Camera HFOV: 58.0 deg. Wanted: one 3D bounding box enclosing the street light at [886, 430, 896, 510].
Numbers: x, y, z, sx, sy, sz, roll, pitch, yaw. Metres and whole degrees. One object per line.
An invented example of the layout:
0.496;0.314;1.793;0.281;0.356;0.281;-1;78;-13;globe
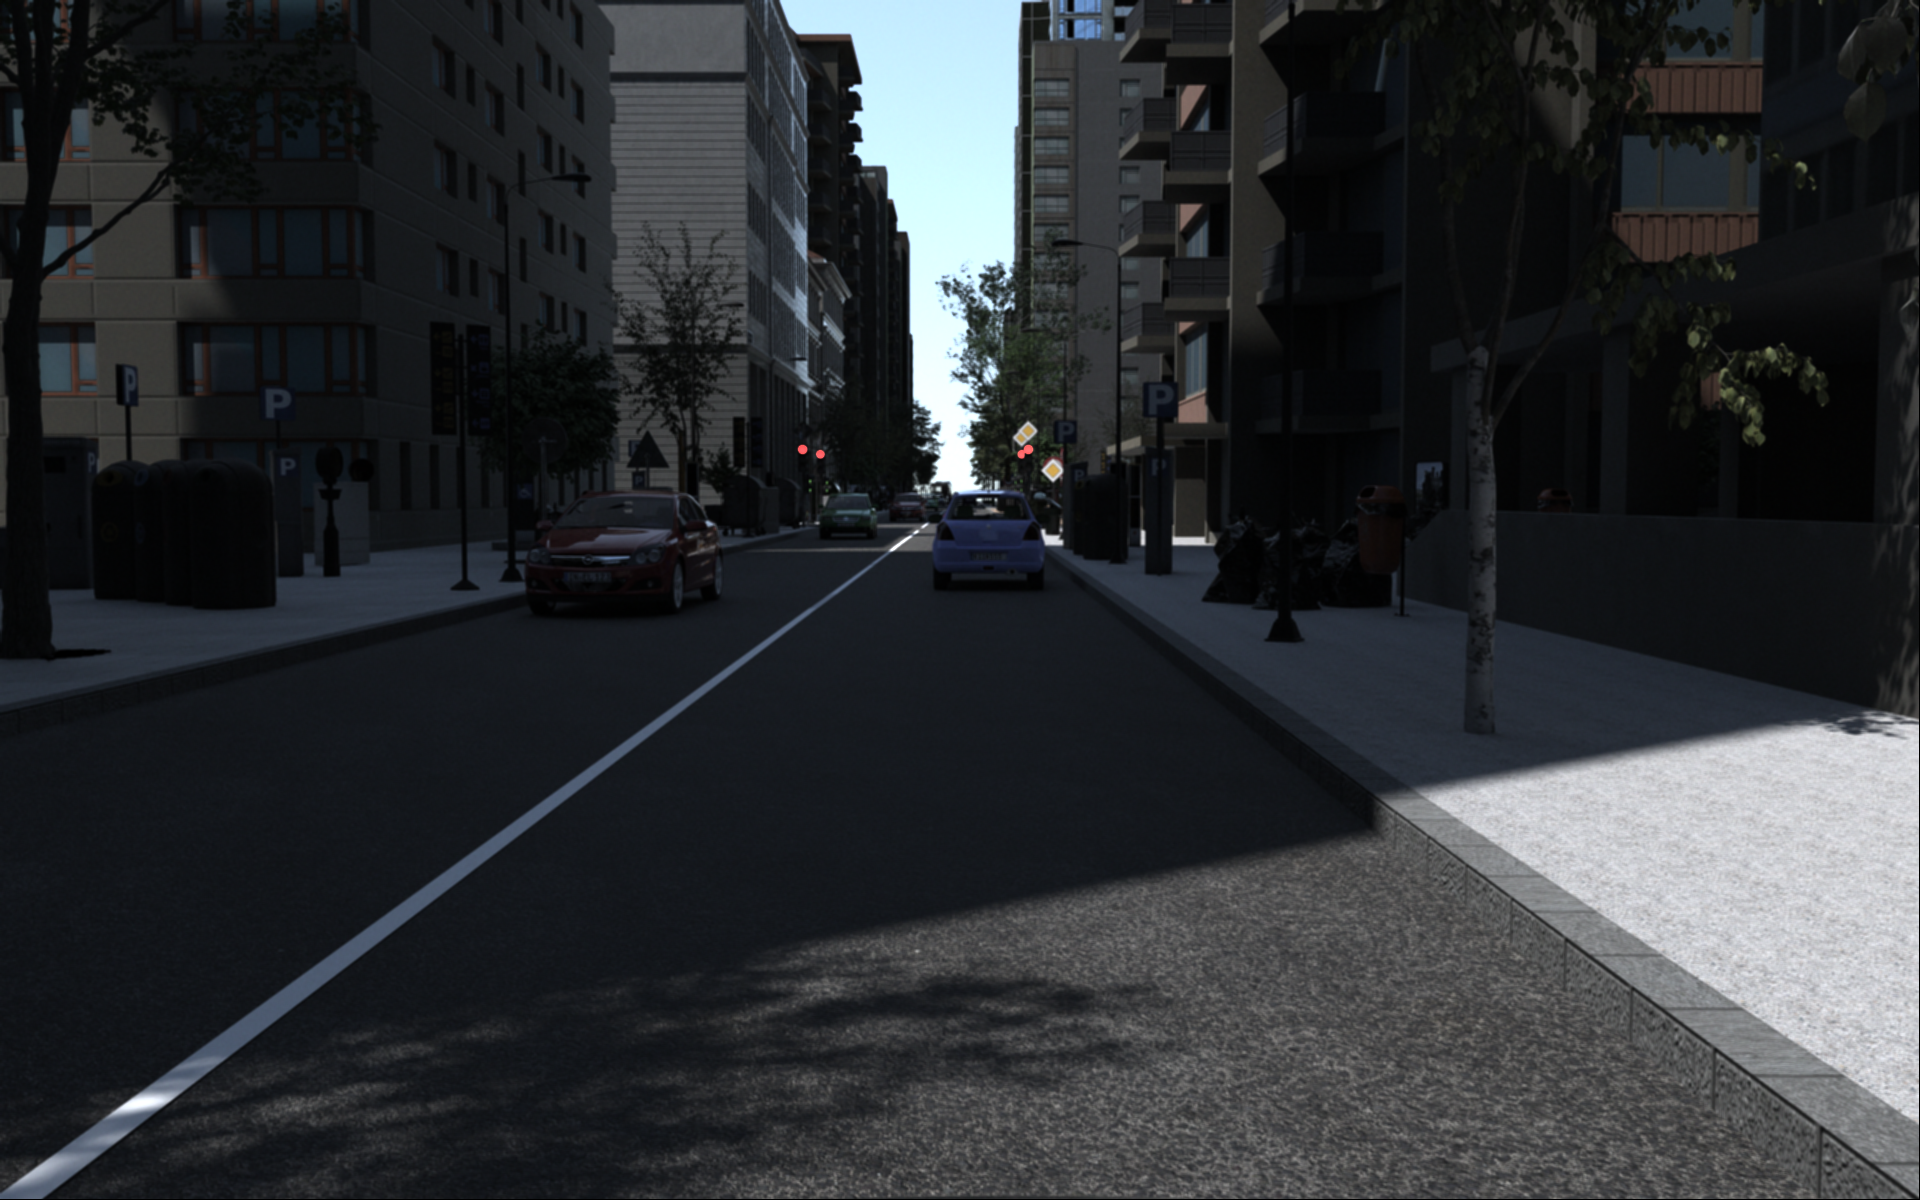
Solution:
-5.557;-9.350;125.414;1.470;5.913;1.316;0;4;0;street light

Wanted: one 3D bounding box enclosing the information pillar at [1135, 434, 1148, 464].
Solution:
7.042;-4.637;67.173;0.504;3.616;0.183;0;4;-7;information pillar

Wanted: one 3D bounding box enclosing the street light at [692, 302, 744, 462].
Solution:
-5.913;-4.247;41.984;1.470;5.913;1.316;0;4;0;street light

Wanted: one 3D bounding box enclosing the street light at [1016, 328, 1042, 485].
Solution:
2.396;-4.649;48.545;1.470;5.913;1.316;0;4;0;street light

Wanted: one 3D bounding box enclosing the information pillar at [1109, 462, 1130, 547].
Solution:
3.641;-2.166;39.907;0.304;2.012;0.304;-2;4;-33;information pillar

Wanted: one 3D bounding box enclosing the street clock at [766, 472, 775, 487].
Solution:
-6.183;-3.174;56.470;0.358;2.002;0.471;0;4;3;street clock

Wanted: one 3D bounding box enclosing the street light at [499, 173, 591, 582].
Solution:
-6.028;-3.221;25.201;1.470;5.913;1.316;0;4;0;street light

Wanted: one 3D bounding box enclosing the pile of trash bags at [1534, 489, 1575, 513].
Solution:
8.657;-1.182;29.071;3.447;1.369;1.912;-1;4;-10;pile of trash bags

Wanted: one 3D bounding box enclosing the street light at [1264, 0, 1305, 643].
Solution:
2.294;-2.595;14.966;1.470;5.913;1.316;0;4;0;street light

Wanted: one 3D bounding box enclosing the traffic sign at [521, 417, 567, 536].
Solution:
-6.915;-1.756;28.815;0.768;2.556;0.104;0;4;2;traffic sign

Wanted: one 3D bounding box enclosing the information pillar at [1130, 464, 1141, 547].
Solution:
4.244;-2.310;42.254;0.304;2.012;0.304;0;4;-4;information pillar

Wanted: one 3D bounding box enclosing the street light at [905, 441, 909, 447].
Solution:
-5.434;-10.938;151.384;1.470;5.913;1.316;0;4;0;street light

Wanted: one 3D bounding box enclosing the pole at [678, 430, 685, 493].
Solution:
-8.854;-3.749;55.144;0.158;3.312;0.155;0;3;0;pole

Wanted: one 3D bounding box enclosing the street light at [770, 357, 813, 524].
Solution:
-5.888;-5.283;58.912;1.470;5.913;1.316;0;4;0;street light

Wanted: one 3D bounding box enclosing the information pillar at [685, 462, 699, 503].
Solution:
-6.060;-2.126;39.254;0.304;2.012;0.304;0;4;-7;information pillar

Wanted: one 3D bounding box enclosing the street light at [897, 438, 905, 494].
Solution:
-5.505;-10.383;142.309;1.470;5.913;1.316;0;4;0;street light

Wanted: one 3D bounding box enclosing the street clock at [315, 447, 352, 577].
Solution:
-9.777;-1.366;26.903;0.358;2.002;0.471;0;4;6;street clock

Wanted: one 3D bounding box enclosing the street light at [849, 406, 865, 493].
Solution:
-5.767;-7.297;91.848;1.470;5.913;1.316;0;4;0;street light

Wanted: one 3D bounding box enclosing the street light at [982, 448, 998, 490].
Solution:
2.886;-12.337;174.254;1.470;5.913;1.316;0;4;0;street light

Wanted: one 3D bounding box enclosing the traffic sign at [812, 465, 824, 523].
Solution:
-6.331;-4.681;76.537;0.884;2.594;0.081;0;4;3;traffic sign

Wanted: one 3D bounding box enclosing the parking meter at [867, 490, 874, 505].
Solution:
-5.813;-6.398;113.014;0.372;1.533;0.369;0;3;0;parking meter

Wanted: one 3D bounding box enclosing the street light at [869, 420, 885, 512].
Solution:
-5.648;-8.324;108.631;1.470;5.913;1.316;0;4;0;street light

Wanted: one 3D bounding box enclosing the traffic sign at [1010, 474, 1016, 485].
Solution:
3.132;-5.794;94.840;0.768;2.556;0.104;1;4;9;traffic sign

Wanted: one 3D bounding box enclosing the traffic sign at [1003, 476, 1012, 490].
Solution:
3.153;-6.839;111.917;0.768;2.556;0.104;1;4;10;traffic sign

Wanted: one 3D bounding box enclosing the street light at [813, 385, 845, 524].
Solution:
-5.830;-6.216;74.180;1.470;5.913;1.316;0;4;0;street light

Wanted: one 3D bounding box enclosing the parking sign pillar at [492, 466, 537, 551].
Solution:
-10.018;-3.133;39.692;1.447;3.967;1.447;-1;4;-17;parking sign pillar

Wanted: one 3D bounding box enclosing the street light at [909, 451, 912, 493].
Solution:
-5.511;-11.965;168.168;1.470;5.913;1.316;0;4;0;street light

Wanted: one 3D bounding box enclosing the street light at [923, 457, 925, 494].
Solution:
-5.158;-16.028;234.592;1.470;5.913;1.316;0;4;0;street light

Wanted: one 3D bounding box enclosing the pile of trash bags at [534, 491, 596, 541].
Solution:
-10.216;-2.215;45.974;1.912;1.369;3.447;-2;4;-30;pile of trash bags

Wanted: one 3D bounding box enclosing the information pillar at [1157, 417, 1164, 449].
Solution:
4.597;-2.962;39.780;0.183;3.616;0.504;1;4;18;information pillar

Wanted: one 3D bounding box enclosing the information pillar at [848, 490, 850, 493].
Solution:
-8.257;-8.516;130.590;0.183;3.616;0.504;3;5;43;information pillar

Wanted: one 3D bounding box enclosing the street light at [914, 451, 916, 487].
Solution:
-5.372;-12.991;184.951;1.470;5.913;1.316;0;4;0;street light

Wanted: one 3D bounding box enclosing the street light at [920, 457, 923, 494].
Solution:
-5.318;-14.018;201.734;1.470;5.913;1.316;0;4;0;street light

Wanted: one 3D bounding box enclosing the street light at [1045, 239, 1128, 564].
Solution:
2.368;-3.621;31.749;1.470;5.913;1.316;0;4;0;street light

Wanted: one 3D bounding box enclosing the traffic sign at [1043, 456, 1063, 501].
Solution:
3.156;-3.547;58.095;0.768;2.556;0.104;1;4;9;traffic sign

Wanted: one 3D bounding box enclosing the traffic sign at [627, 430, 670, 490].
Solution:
-6.351;-2.157;35.267;0.884;2.594;0.081;0;4;2;traffic sign

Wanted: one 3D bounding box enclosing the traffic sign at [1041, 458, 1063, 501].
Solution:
2.997;-3.344;55.861;0.795;2.450;0.064;0;4;3;traffic sign

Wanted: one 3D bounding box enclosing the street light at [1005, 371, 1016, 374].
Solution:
2.418;-5.692;65.604;1.470;5.913;1.316;0;4;0;street light

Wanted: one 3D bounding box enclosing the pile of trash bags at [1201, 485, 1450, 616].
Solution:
4.109;-0.598;19.535;1.912;1.369;3.447;-1;4;-13;pile of trash bags

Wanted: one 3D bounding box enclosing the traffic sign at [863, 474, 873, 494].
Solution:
-6.022;-6.827;111.626;0.884;2.594;0.081;0;4;7;traffic sign

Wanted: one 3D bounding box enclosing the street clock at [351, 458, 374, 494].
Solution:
-12.180;-1.878;35.271;0.471;2.002;0.358;-2;4;-30;street clock
